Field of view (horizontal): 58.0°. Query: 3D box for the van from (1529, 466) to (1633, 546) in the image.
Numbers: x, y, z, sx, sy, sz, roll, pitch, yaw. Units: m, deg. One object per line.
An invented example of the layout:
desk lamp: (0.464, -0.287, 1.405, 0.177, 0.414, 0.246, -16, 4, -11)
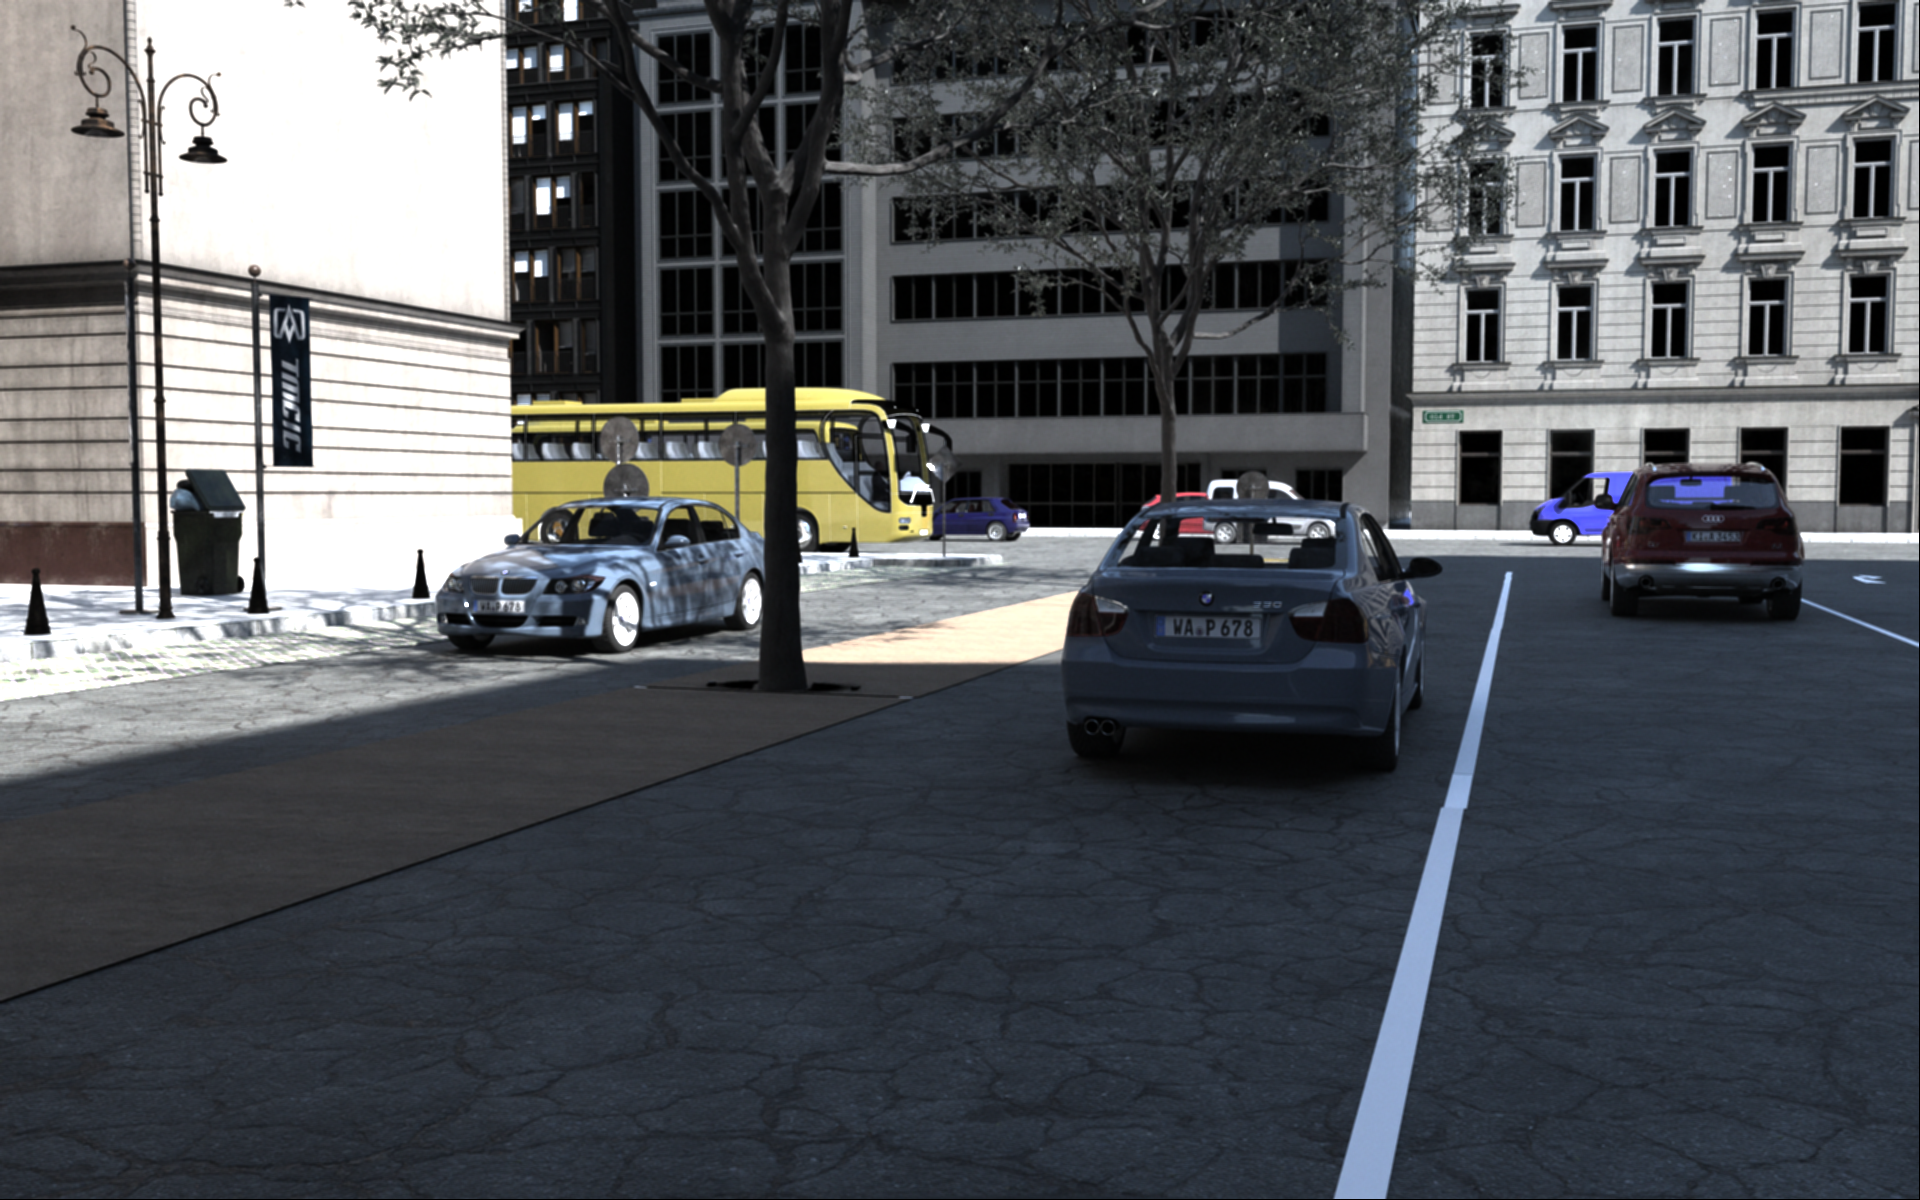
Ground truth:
van: (18.475, -2.653, 47.768, 5.245, 2.365, 2.240, 1, 4, 17)

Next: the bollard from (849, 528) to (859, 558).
bollard: (-2.151, -1.165, 35.084, 0.229, 0.601, 0.229, 0, 3, 0)

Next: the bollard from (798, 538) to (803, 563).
bollard: (-3.050, -0.997, 32.342, 0.229, 0.601, 0.229, 0, 3, 0)

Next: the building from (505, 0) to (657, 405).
building: (-19.801, -15.171, 77.724, 15.834, 23.373, 12.332, 1, 4, 18)

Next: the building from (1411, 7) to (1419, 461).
building: (63.983, -47.866, 220.868, 20.611, 71.187, 20.563, 1, 4, 18)

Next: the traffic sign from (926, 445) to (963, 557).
traffic sign: (-0.321, -1.935, 35.272, 0.795, 2.450, 0.064, 1, 4, 18)

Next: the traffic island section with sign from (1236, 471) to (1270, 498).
traffic island section with sign: (5.581, -1.561, 33.657, 2.006, 1.907, 1.989, 1, 4, 18)

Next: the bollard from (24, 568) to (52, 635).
bollard: (-8.450, 0.012, 15.851, 0.229, 0.601, 0.229, 0, 3, 0)

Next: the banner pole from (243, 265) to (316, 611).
banner pole: (-7.552, -1.785, 19.201, 0.401, 3.779, 0.863, 3, 5, 41)

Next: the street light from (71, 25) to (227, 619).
street light: (-8.198, -2.747, 17.700, 0.468, 5.910, 1.993, 1, 4, 18)

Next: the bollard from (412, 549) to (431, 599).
bollard: (-6.648, -0.325, 21.348, 0.229, 0.601, 0.229, 0, 3, 0)

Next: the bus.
bus: (-6.454, -3.043, 41.300, 12.252, 3.916, 2.896, 1, 4, 16)

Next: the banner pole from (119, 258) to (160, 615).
banner pole: (-8.742, -1.729, 18.294, 0.401, 3.779, 0.863, -1, 4, -21)

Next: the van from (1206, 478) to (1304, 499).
van: (9.093, -2.617, 49.793, 4.112, 2.044, 2.013, 1, 4, 19)

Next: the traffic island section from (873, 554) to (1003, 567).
traffic island section: (-0.345, -0.799, 35.341, 2.009, 0.180, 2.903, 1, 4, 18)

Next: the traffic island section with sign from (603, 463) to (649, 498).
traffic island section with sign: (-4.452, -0.799, 21.685, 1.989, 1.847, 2.006, 1, 4, 18)

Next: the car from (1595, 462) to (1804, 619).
car: (9.116, -0.787, 21.534, 2.281, 1.827, 5.304, 1, 4, 18)

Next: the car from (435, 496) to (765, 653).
car: (-3.380, -0.322, 17.266, 2.014, 1.417, 4.499, 1, 4, 17)

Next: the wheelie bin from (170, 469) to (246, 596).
wheelie bin: (-9.623, -0.867, 22.090, 0.693, 1.594, 0.980, 1, 4, 21)

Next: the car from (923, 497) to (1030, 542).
car: (0.115, -2.488, 53.265, 3.894, 1.354, 1.945, 1, 4, 18)

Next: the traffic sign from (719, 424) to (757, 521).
traffic sign: (-4.039, -1.913, 31.384, 0.768, 2.556, 0.104, 1, 4, 19)

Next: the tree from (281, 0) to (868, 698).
tree: (-1.315, -6.072, 12.110, 12.009, 13.543, 11.850, 0, 3, 0)

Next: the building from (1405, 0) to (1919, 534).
building: (38.760, -17.418, 61.195, 44.131, 29.872, 17.030, 1, 4, 18)

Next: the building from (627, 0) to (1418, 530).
building: (2.708, -15.386, 70.622, 30.058, 24.678, 14.314, 1, 4, 18)

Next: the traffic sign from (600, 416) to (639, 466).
traffic sign: (-5.609, -1.734, 28.450, 0.768, 2.556, 0.104, 2, 4, 24)

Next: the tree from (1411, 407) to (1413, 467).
tree: (47.537, -16.309, 188.709, 6.751, 12.117, 7.091, 0, 3, 0)

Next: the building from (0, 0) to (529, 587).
building: (-18.361, -10.149, 30.567, 19.286, 19.102, 10.561, 1, 4, 18)

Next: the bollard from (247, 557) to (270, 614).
bollard: (-7.545, -0.157, 18.605, 0.229, 0.601, 0.229, 0, 3, 0)

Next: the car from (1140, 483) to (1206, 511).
car: (7.728, -2.718, 53.479, 4.494, 1.783, 2.155, 1, 4, 20)

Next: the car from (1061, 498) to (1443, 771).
car: (1.841, 0.096, 10.439, 2.014, 1.417, 4.499, 1, 4, 17)
